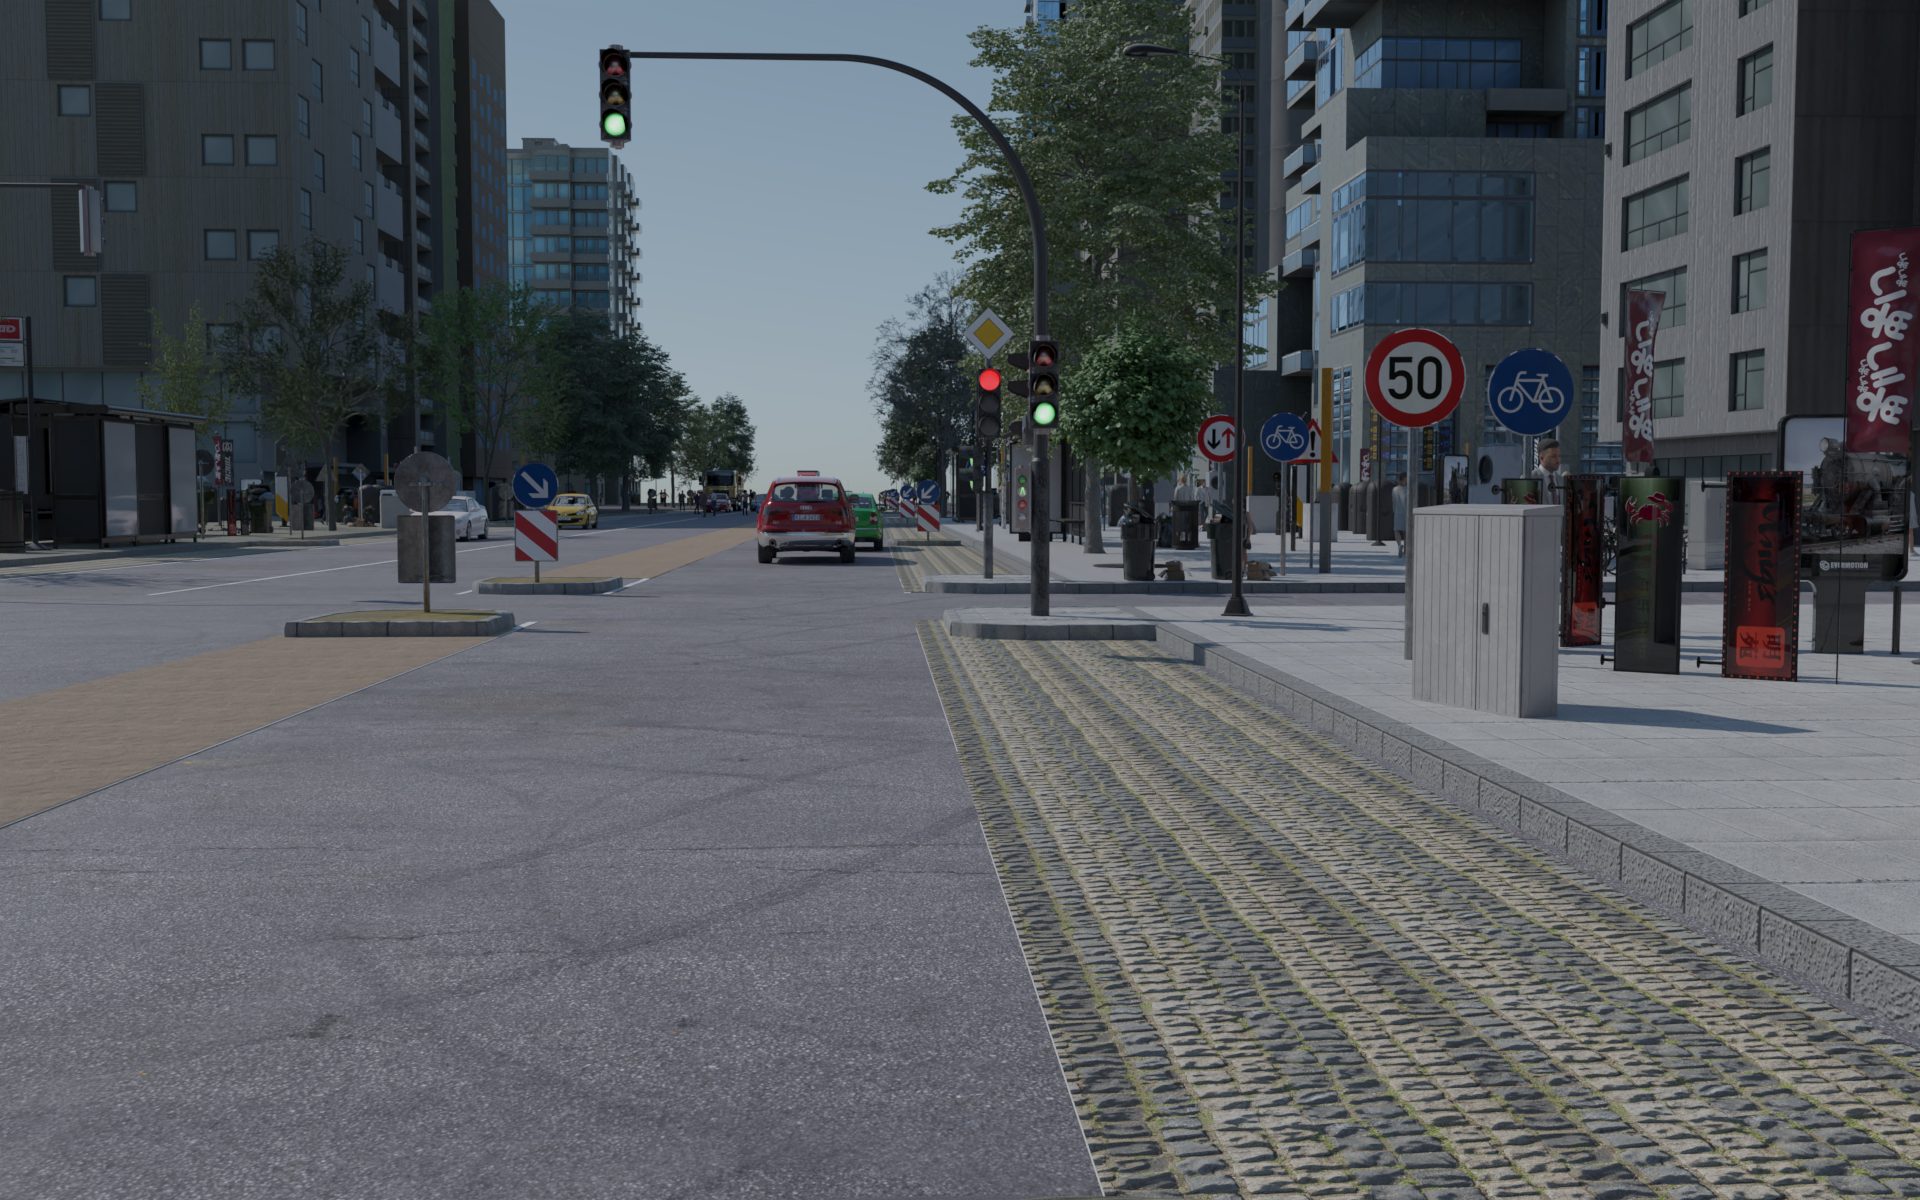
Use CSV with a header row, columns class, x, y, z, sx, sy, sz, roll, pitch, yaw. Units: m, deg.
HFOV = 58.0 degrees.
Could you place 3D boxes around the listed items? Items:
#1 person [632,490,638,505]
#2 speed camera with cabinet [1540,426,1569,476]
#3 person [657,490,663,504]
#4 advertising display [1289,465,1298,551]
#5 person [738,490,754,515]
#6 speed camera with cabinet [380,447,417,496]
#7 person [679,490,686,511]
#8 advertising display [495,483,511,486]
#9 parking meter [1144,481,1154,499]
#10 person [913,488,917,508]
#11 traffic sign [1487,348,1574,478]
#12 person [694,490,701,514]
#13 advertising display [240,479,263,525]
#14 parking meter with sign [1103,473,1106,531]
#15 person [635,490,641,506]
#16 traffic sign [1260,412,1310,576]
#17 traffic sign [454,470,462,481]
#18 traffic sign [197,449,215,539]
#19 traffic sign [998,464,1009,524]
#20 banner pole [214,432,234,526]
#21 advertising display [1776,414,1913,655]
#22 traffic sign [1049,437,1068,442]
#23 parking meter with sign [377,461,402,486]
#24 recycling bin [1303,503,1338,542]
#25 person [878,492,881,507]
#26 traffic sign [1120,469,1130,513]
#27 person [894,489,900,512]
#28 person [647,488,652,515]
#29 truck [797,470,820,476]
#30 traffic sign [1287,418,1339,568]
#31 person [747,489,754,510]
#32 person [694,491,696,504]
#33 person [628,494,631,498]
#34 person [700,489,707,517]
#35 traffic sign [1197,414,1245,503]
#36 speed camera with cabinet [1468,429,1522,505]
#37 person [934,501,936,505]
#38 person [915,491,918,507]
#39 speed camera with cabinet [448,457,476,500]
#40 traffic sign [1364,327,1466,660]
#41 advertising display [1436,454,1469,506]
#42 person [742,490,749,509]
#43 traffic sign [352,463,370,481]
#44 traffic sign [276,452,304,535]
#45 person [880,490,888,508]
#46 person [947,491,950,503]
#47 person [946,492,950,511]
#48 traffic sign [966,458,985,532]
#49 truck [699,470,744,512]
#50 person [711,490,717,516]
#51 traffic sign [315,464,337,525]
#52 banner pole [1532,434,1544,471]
class,x,y,z,sx,sy,sz,roll,pitch,yaw
person,-39.403,-12.504,210.566,0.705,1.814,1.350,3,5,42
speed camera with cabinet,16.849,-3.466,51.009,0.660,3.252,2.038,-3,5,-44
person,-36.818,-12.696,213.592,1.348,1.831,0.705,0,4,1
advertising display,7.535,-2.076,39.152,0.123,1.923,0.974,1,4,8
person,-14.444,-6.573,116.675,1.217,1.736,0.721,1,4,20
speed camera with cabinet,-23.391,-4.785,72.564,2.038,3.252,0.660,2,4,30
person,-23.262,-8.328,145.186,0.617,1.759,0.750,0,4,-5
advertising display,-26.305,-5.784,99.776,0.974,1.923,0.123,1,4,14
parking meter,8.335,-4.325,76.417,0.399,1.863,0.255,3,5,43
person,-4.217,-9.515,161.631,0.705,1.821,1.348,0,4,5
traffic sign,4.974,-0.923,15.197,0.768,2.556,0.104,0,4,-3
person,-18.809,-7.019,124.183,0.530,1.710,0.541,0,4,-6
advertising display,-29.416,-4.083,71.968,0.974,1.923,0.123,0,4,8
parking meter with sign,4.221,-3.908,60.153,1.738,3.016,0.543,1,4,20
person,-35.180,-11.157,189.195,0.721,1.736,1.217,1,4,15
traffic sign,5.076,-1.654,27.150,0.768,2.556,0.104,0,4,0
traffic sign,-27.139,-5.682,93.008,0.768,2.556,0.104,0,4,7
traffic sign,-21.550,-3.004,49.226,0.768,2.556,0.104,0,4,1
traffic sign,1.989,-4.501,73.692,0.768,2.556,0.104,0,4,6
banner pole,-29.525,-4.861,69.494,0.863,3.779,0.401,-3,5,-43
advertising display,7.075,-0.532,13.908,0.974,1.923,0.123,1,4,13
traffic sign,2.848,-3.574,52.300,2.265,3.308,0.079,0,4,0
parking meter with sign,-30.405,-5.823,91.463,1.738,3.016,0.543,0,4,-7
recycling bin,9.643,-2.068,46.361,0.722,1.027,0.722,-1,4,-12
person,-7.954,-9.962,172.849,0.415,1.643,0.593,-2,4,-29
traffic sign,5.555,-3.475,56.922,0.768,2.556,0.104,0,4,4
person,-5.119,-7.901,137.554,0.599,1.838,0.709,-3,5,-40
person,-21.628,-6.863,120.715,0.705,1.824,1.348,-1,4,-16
truck,-18.113,-13.321,206.718,2.839,4.237,11.283,0,4,-3
traffic sign,6.057,-1.823,29.806,0.884,2.594,0.081,0,4,5
person,-18.463,-8.843,152.710,0.705,1.869,1.348,-3,5,-44
person,-34.924,-13.510,227.646,0.721,1.743,1.217,1,4,19
person,-35.443,-10.893,184.076,0.705,1.831,1.348,1,4,22
person,-15.889,-6.006,107.254,0.434,1.755,0.990,0,4,-7
traffic sign,4.180,-1.694,27.804,0.768,2.556,0.104,0,4,6
speed camera with cabinet,9.767,-2.330,32.433,0.660,3.252,2.038,-1,4,-10
person,-2.395,-10.205,173.035,1.348,1.807,0.705,-1,4,-10
person,-4.560,-10.427,177.463,0.436,1.711,0.756,-3,4,-36
speed camera with cabinet,-26.407,-5.943,91.498,2.038,3.252,0.660,3,5,40
traffic sign,3.485,-0.810,13.347,0.768,2.556,0.104,0,4,6
advertising display,7.960,-1.394,28.007,0.123,1.923,0.974,3,5,40
person,-21.241,-9.993,171.891,0.705,1.823,1.348,3,5,43
traffic sign,-25.588,-4.542,73.996,0.795,2.593,0.064,0,4,5
traffic sign,-20.757,-3.282,53.662,0.884,2.594,0.081,0,4,1
person,-6.818,-9.177,158.559,0.705,1.823,1.348,3,4,39
person,-1.761,-15.192,254.449,1.348,1.822,0.705,-1,4,-23
person,-1.192,-7.798,133.543,1.348,1.823,0.705,-1,4,-23
traffic sign,0.597,-3.538,57.945,0.768,2.556,0.104,0,4,6
truck,-19.638,-9.067,144.162,3.469,3.379,9.791,0,4,-3
person,-15.978,-6.273,112.006,0.436,1.711,0.756,2,4,27
traffic sign,-25.855,-4.322,70.673,0.884,2.594,0.081,0,4,-1
banner pole,15.623,-3.471,46.770,0.401,3.779,0.863,0,4,-6
